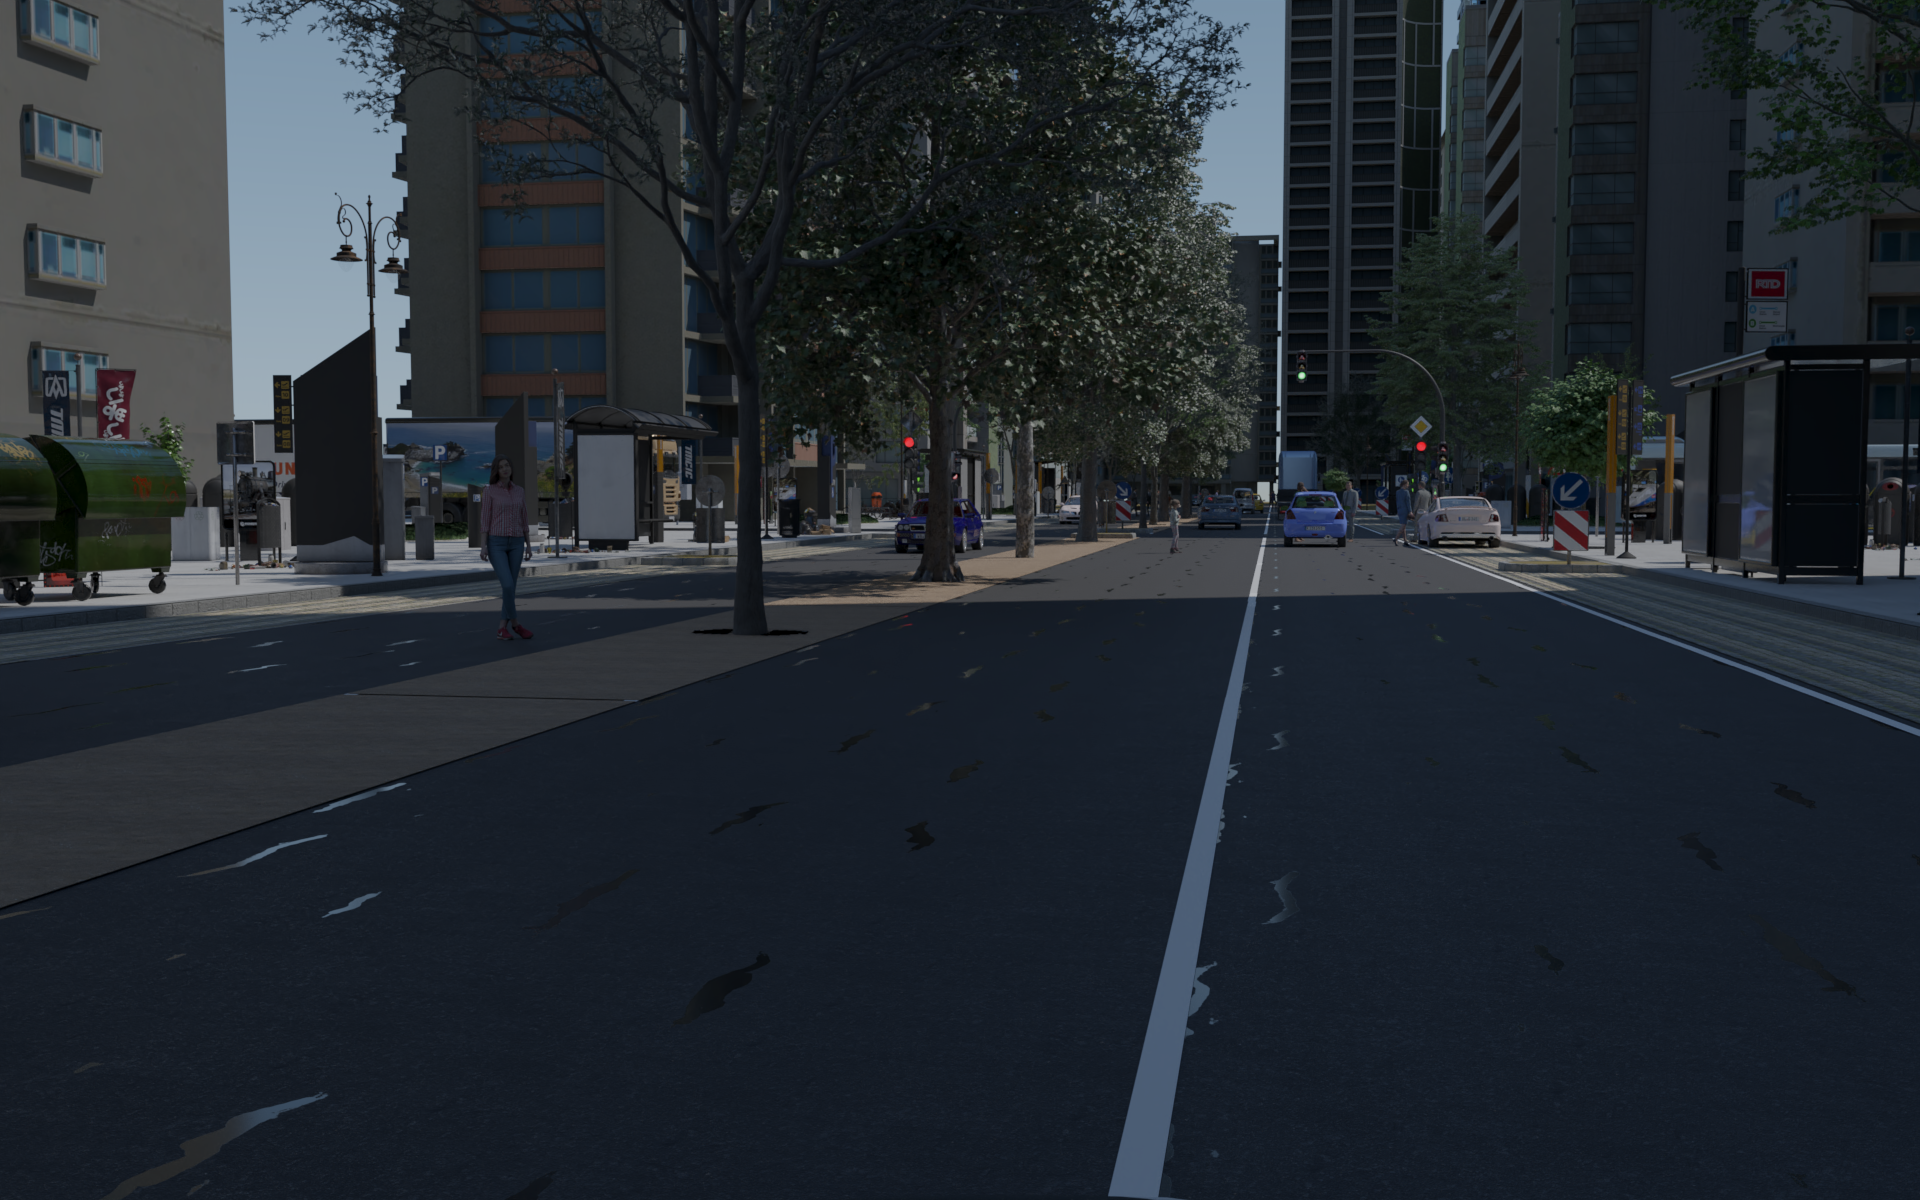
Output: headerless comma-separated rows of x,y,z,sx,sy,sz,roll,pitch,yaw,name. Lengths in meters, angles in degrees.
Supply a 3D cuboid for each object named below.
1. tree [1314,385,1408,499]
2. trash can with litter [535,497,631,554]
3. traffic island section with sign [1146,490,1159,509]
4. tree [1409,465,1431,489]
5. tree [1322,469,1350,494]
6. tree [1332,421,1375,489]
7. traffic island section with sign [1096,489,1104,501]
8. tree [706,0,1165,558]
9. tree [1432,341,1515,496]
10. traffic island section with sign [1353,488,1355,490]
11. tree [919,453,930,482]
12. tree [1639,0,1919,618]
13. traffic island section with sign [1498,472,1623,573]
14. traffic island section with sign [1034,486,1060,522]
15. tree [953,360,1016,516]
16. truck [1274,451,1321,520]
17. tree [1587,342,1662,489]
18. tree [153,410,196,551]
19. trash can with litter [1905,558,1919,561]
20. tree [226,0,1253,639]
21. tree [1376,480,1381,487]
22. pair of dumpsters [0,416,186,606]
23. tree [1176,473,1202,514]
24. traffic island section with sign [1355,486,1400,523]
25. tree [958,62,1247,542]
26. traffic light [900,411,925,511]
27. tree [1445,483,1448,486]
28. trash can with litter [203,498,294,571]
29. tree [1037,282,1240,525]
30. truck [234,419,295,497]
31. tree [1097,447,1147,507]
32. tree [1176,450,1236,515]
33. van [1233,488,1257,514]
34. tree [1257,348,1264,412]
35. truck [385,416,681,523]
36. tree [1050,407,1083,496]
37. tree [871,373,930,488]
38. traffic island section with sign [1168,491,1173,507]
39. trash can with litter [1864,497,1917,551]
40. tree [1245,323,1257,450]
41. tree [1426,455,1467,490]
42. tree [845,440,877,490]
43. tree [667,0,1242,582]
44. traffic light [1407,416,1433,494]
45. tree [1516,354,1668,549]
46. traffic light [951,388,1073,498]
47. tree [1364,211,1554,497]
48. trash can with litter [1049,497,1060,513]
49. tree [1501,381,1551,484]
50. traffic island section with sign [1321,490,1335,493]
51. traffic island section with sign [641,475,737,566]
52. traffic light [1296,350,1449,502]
34.203,-13.040,147.615,8.767,10.594,7.601,1,4,21,tree
-8.328,-1.637,37.818,2.233,1.210,1.678,-1,4,-11,trash can with litter
18.351,-9.617,165.870,1.989,1.847,2.006,1,4,10,traffic island section with sign
26.658,-6.433,99.784,1.663,3.219,1.824,0,3,0,tree
44.465,-13.553,205.300,4.285,4.588,4.351,0,3,0,tree
35.989,-12.688,157.814,4.360,8.622,3.978,0,3,0,tree
9.384,-6.587,116.331,1.989,1.847,2.006,1,4,10,traffic island section with sign
0.408,-11.062,39.202,12.611,20.169,13.585,0,3,0,tree
23.248,-7.901,79.551,4.360,8.622,3.978,0,3,0,tree
25.705,-6.378,112.912,1.989,1.847,2.006,1,4,10,traffic island section with sign
-1.469,-7.893,112.765,4.285,4.588,4.351,0,3,0,tree
10.709,-5.611,17.489,9.928,11.665,9.643,0,3,0,tree
11.092,-1.438,32.143,1.989,1.847,2.006,1,4,10,traffic island section with sign
4.583,-4.965,89.805,1.989,1.847,2.006,1,4,10,traffic island section with sign
3.288,-10.815,102.581,9.928,11.665,9.643,0,3,0,tree
20.130,-6.920,102.895,2.967,4.110,18.799,1,4,10,truck
32.185,-8.234,84.995,4.737,8.622,4.395,0,3,0,tree
-18.003,-2.745,39.489,1.663,3.219,1.824,0,3,0,tree
19.280,-1.360,33.288,2.233,1.210,1.678,1,4,16,trash can with litter
-2.130,-6.375,17.061,12.009,13.543,11.850,0,3,0,tree
31.885,-8.263,129.698,1.663,3.219,1.824,0,3,0,tree
-11.085,-1.089,20.307,1.574,2.255,4.437,1,4,10,pair of dumpsters
17.246,-10.533,125.036,4.360,8.622,3.978,0,3,0,tree
20.895,-4.756,86.388,1.989,1.847,2.006,1,4,10,traffic island section with sign
3.823,-8.725,51.769,9.857,13.997,8.962,0,3,0,tree
-1.598,-4.175,57.179,0.839,4.253,0.868,1,4,10,traffic light
32.287,-7.521,117.562,1.663,3.219,1.824,0,3,0,tree
-12.307,-1.155,29.934,1.678,1.210,2.233,1,4,20,trash can with litter
8.981,-9.233,79.166,9.928,11.665,9.643,0,3,0,tree
-29.314,-4.755,66.655,11.283,4.237,2.839,1,4,11,truck
21.173,-16.232,199.800,7.601,10.594,8.767,3,5,42,tree
15.656,-12.110,118.587,7.486,12.596,7.792,0,3,0,tree
20.550,-7.255,125.636,2.013,2.044,4.112,1,4,10,van
13.024,-11.677,100.023,9.857,13.997,8.962,0,3,0,tree
-15.339,-4.575,63.722,11.283,4.237,2.839,1,4,11,truck
8.251,-10.910,128.736,4.360,8.622,3.978,0,3,0,tree
-2.097,-7.351,70.544,4.737,8.622,4.395,0,3,0,tree
23.225,-11.265,192.818,1.989,1.847,2.006,1,4,10,traffic island section with sign
21.301,-1.785,40.244,1.678,1.210,2.233,3,4,37,trash can with litter
10.501,-11.015,89.202,9.857,13.997,8.962,0,3,0,tree
34.149,-8.512,122.892,4.285,4.588,4.351,0,3,0,tree
-7.025,-10.092,115.366,4.360,8.622,3.978,0,3,0,tree
-0.316,-6.650,28.189,9.611,12.733,9.660,0,3,0,tree
16.469,-4.473,62.052,0.839,4.253,0.868,1,4,10,traffic light
14.874,-3.501,40.949,4.285,4.588,4.351,0,3,0,tree
1.898,-5.507,64.699,4.771,5.953,1.251,1,4,10,traffic light
19.835,-9.307,70.293,7.486,12.596,7.792,0,3,0,tree
6.314,-6.325,114.808,1.055,1.170,0.624,-2,4,-24,trash can with litter
36.733,-9.801,110.603,4.737,8.622,4.395,0,3,0,tree
34.650,-9.398,162.290,1.989,1.847,2.006,1,4,10,traffic island section with sign
-5.249,-1.640,35.440,1.989,1.847,2.006,1,4,10,traffic island section with sign
12.972,-4.878,54.425,4.771,5.953,1.251,1,4,10,traffic light
